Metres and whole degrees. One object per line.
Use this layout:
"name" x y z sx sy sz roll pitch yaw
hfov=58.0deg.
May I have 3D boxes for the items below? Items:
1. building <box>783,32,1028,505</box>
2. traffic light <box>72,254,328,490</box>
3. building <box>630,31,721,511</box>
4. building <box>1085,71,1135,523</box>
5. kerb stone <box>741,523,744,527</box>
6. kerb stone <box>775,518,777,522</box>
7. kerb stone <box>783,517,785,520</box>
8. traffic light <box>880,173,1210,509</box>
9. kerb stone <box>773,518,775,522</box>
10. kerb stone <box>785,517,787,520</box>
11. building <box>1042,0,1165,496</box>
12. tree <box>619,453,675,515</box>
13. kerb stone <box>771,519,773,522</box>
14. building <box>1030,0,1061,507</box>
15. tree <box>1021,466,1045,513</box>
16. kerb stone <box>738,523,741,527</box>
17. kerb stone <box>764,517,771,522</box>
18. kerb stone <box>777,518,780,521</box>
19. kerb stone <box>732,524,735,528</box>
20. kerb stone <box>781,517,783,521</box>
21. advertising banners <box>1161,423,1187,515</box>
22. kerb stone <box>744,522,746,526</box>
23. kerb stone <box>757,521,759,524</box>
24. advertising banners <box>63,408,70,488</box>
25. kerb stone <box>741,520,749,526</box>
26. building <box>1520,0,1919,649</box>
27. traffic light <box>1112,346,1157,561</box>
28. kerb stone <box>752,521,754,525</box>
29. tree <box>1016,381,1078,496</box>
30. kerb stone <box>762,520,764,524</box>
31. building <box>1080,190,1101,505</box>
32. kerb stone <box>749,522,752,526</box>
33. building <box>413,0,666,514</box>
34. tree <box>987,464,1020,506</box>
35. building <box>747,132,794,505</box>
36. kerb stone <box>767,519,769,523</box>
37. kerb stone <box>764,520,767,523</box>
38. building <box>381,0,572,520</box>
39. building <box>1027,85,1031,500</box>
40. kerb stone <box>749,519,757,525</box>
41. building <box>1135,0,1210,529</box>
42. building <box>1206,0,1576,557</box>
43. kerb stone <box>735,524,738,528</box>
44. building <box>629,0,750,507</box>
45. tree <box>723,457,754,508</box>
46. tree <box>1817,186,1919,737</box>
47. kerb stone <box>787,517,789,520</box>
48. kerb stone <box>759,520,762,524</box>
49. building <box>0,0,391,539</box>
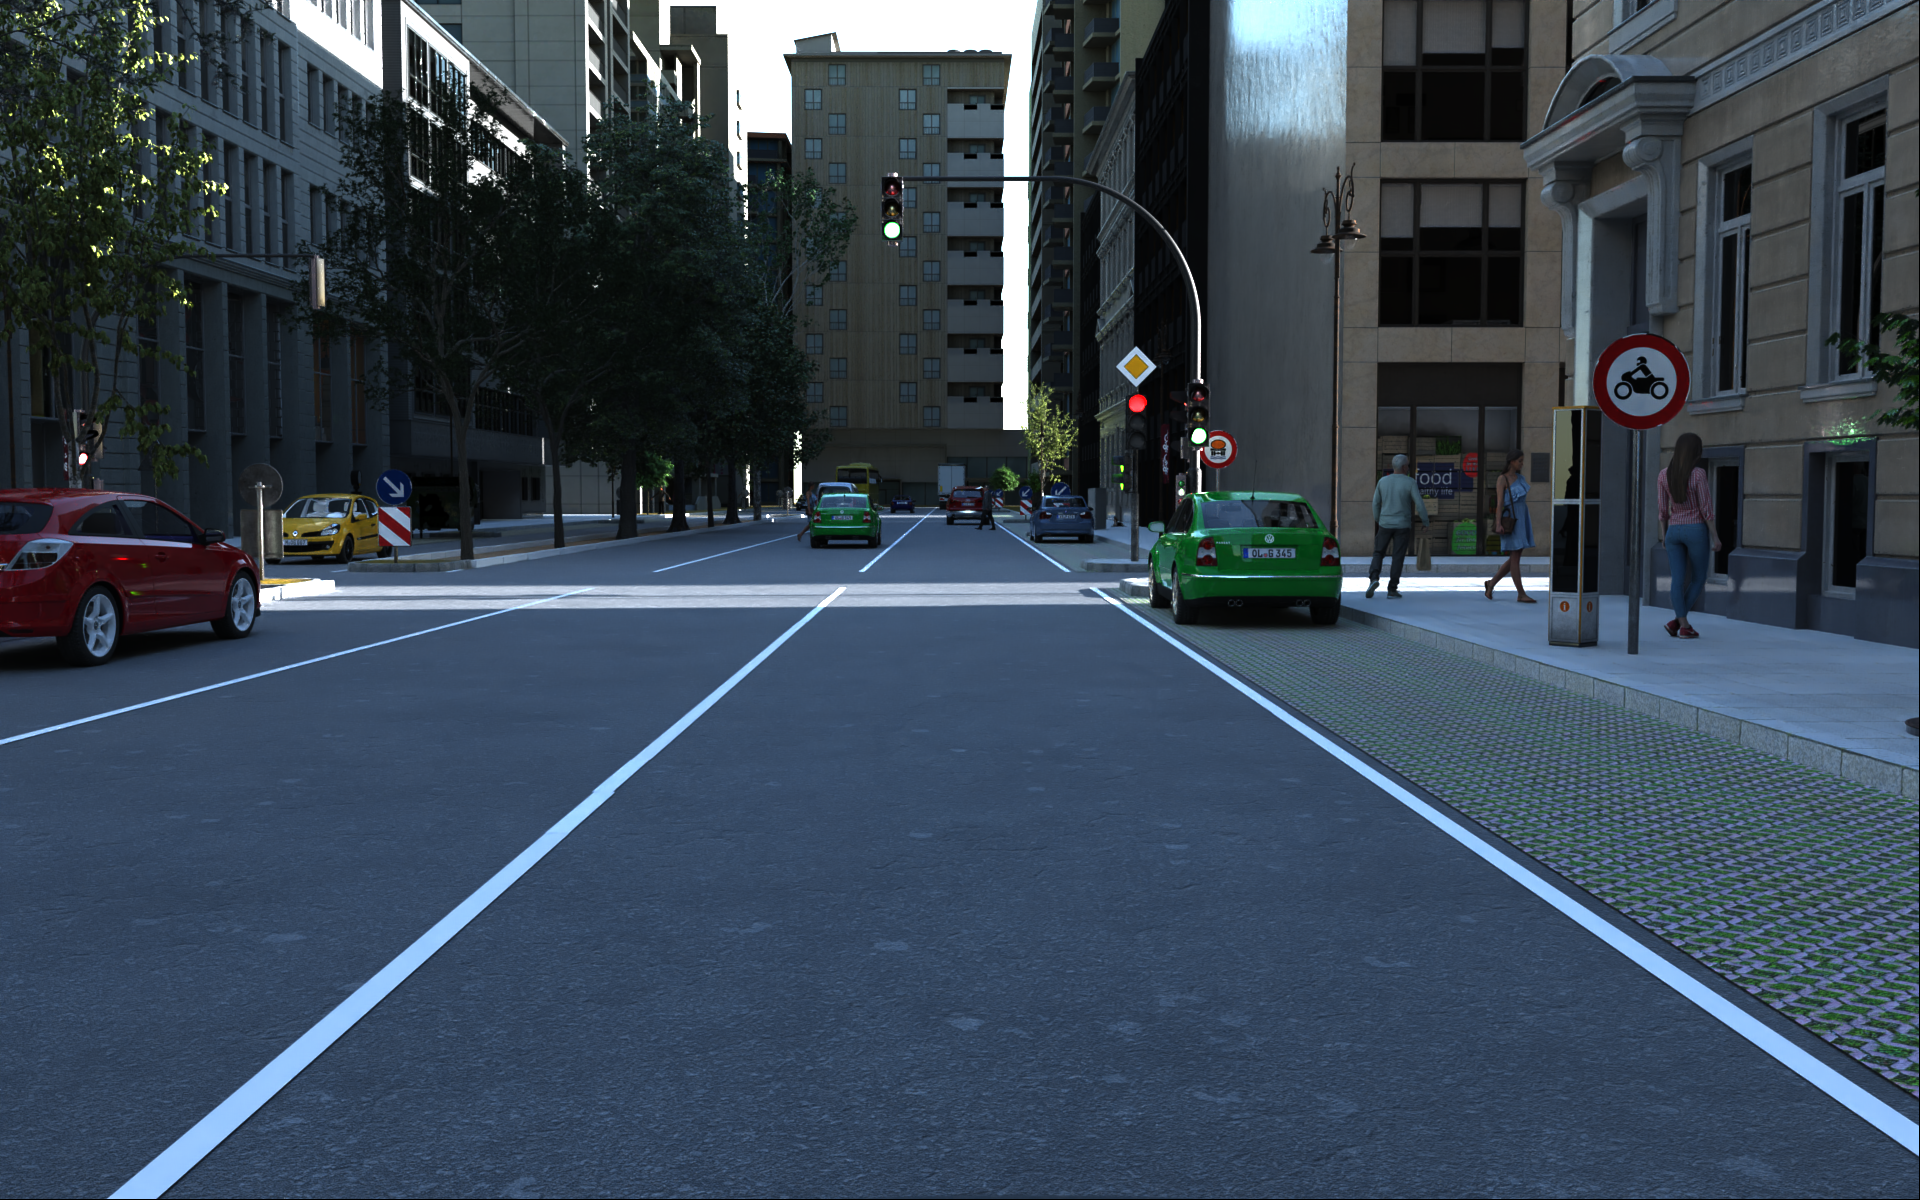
"building" -5.873 -37.791 207.120 27.495 52.752 28.713 0 4 0
"traffic light" -14.451 -3.561 32.887 4.771 5.953 1.251 0 4 0
"building" -36.690 -27.473 141.059 32.217 40.220 23.993 0 4 0
"building" 12.362 -14.913 79.990 11.583 22.565 21.152 0 4 0
"kerb stone" -9.612 -3.231 75.057 0.120 0.150 1.000 0 4 0
"kerb stone" -9.672 -4.111 89.417 0.120 0.150 1.000 0 4 0
"kerb stone" -9.691 -4.362 93.515 0.120 0.150 1.000 0 4 0
"traffic light" 1.262 -3.067 24.810 4.771 5.953 1.251 0 4 0
"kerb stone" -9.671 -4.045 88.379 0.120 0.150 1.000 0 4 0
"kerb stone" -9.688 -4.425 94.538 0.120 0.150 1.000 0 4 0
"building" 17.646 -29.140 131.061 22.147 44.769 28.867 0 4 0
"tree" -18.890 -7.412 104.902 4.285 4.588 4.351 0 3 0
"kerb stone" -9.663 -3.985 87.349 0.120 0.150 1.000 0 4 0
"building" 17.503 -32.565 156.132 21.300 48.544 21.600 0 4 0
"tree" 5.046 -7.709 120.651 1.663 3.219 1.824 0 3 0
"kerb stone" -9.602 -3.168 74.021 0.120 0.150 1.000 0 4 0
"kerb stone" -9.658 -3.922 86.326 0.120 0.150 1.000 0 4 0
"kerb stone" -9.667 -4.173 90.444 0.120 0.150 1.000 0 4 0
"kerb stone" -9.591 -3.037 71.977 0.120 0.150 1.000 0 4 0
"kerb stone" -9.685 -4.299 92.489 0.120 0.150 1.000 0 4 0
"advertising banners" 5.322 -2.814 42.189 0.090 3.025 2.074 -1 4 -18
"kerb stone" -9.615 -3.296 76.079 0.120 0.150 1.000 0 4 0
"kerb stone" -9.639 -3.609 81.205 0.120 0.150 1.000 0 4 0
"advertising banners" -18.430 -2.438 36.055 0.090 3.025 2.074 -1 4 -15
"kerb stone" -9.623 -3.357 77.108 0.120 0.150 1.000 0 4 0
"building" 14.148 -13.859 12.507 13.634 28.700 20.117 0 4 0
"traffic light" 3.318 -2.693 32.946 0.839 4.253 0.868 0 4 0
"kerb stone" -9.628 -3.477 79.161 0.120 0.150 1.000 0 4 0
"tree" 5.446 -9.892 112.089 4.737 8.622 4.395 0 3 0
"kerb stone" -9.643 -3.730 83.255 0.120 0.150 1.000 0 4 0
"building" 13.603 -16.480 99.130 12.332 23.373 15.834 0 4 0
"kerb stone" -9.617 -3.422 78.138 0.120 0.150 1.000 0 4 0
"building" -31.174 -41.506 116.879 20.563 71.187 20.611 0 4 0
"tree" 4.619 -12.338 185.443 4.285 4.588 4.351 0 3 0
"building" -34.037 -33.572 203.532 28.867 44.769 22.147 0 4 0
"kerb stone" -9.650 -3.854 85.300 0.120 0.150 1.000 0 4 0
"kerb stone" -9.650 -3.797 84.277 0.120 0.150 1.000 0 4 0
"building" -28.159 -15.929 79.514 14.314 24.678 30.058 0 4 0
"building" 13.854 -30.045 174.838 14.154 41.232 14.086 0 4 0
"kerb stone" -9.640 -3.547 80.182 0.120 0.150 1.000 0 4 0
"building" 13.171 -14.179 61.511 12.332 23.373 15.834 0 4 0
"building" 24.731 -14.663 44.254 34.151 26.468 19.350 0 4 0
"kerb stone" -9.594 -3.103 72.999 0.120 0.150 1.000 0 4 0
"building" -32.623 -33.440 170.450 21.600 48.544 21.300 0 4 0
"tree" -19.715 -12.636 156.962 4.737 8.622 4.395 0 3 0
"tree" 5.583 -0.875 8.906 1.663 3.219 1.824 0 3 0
"kerb stone" -9.697 -4.487 95.561 0.120 0.150 1.000 0 4 0
"kerb stone" -9.636 -3.672 82.228 0.120 0.150 1.000 0 4 0
"building" -26.460 -16.593 48.787 11.434 29.767 29.804 0 4 0
